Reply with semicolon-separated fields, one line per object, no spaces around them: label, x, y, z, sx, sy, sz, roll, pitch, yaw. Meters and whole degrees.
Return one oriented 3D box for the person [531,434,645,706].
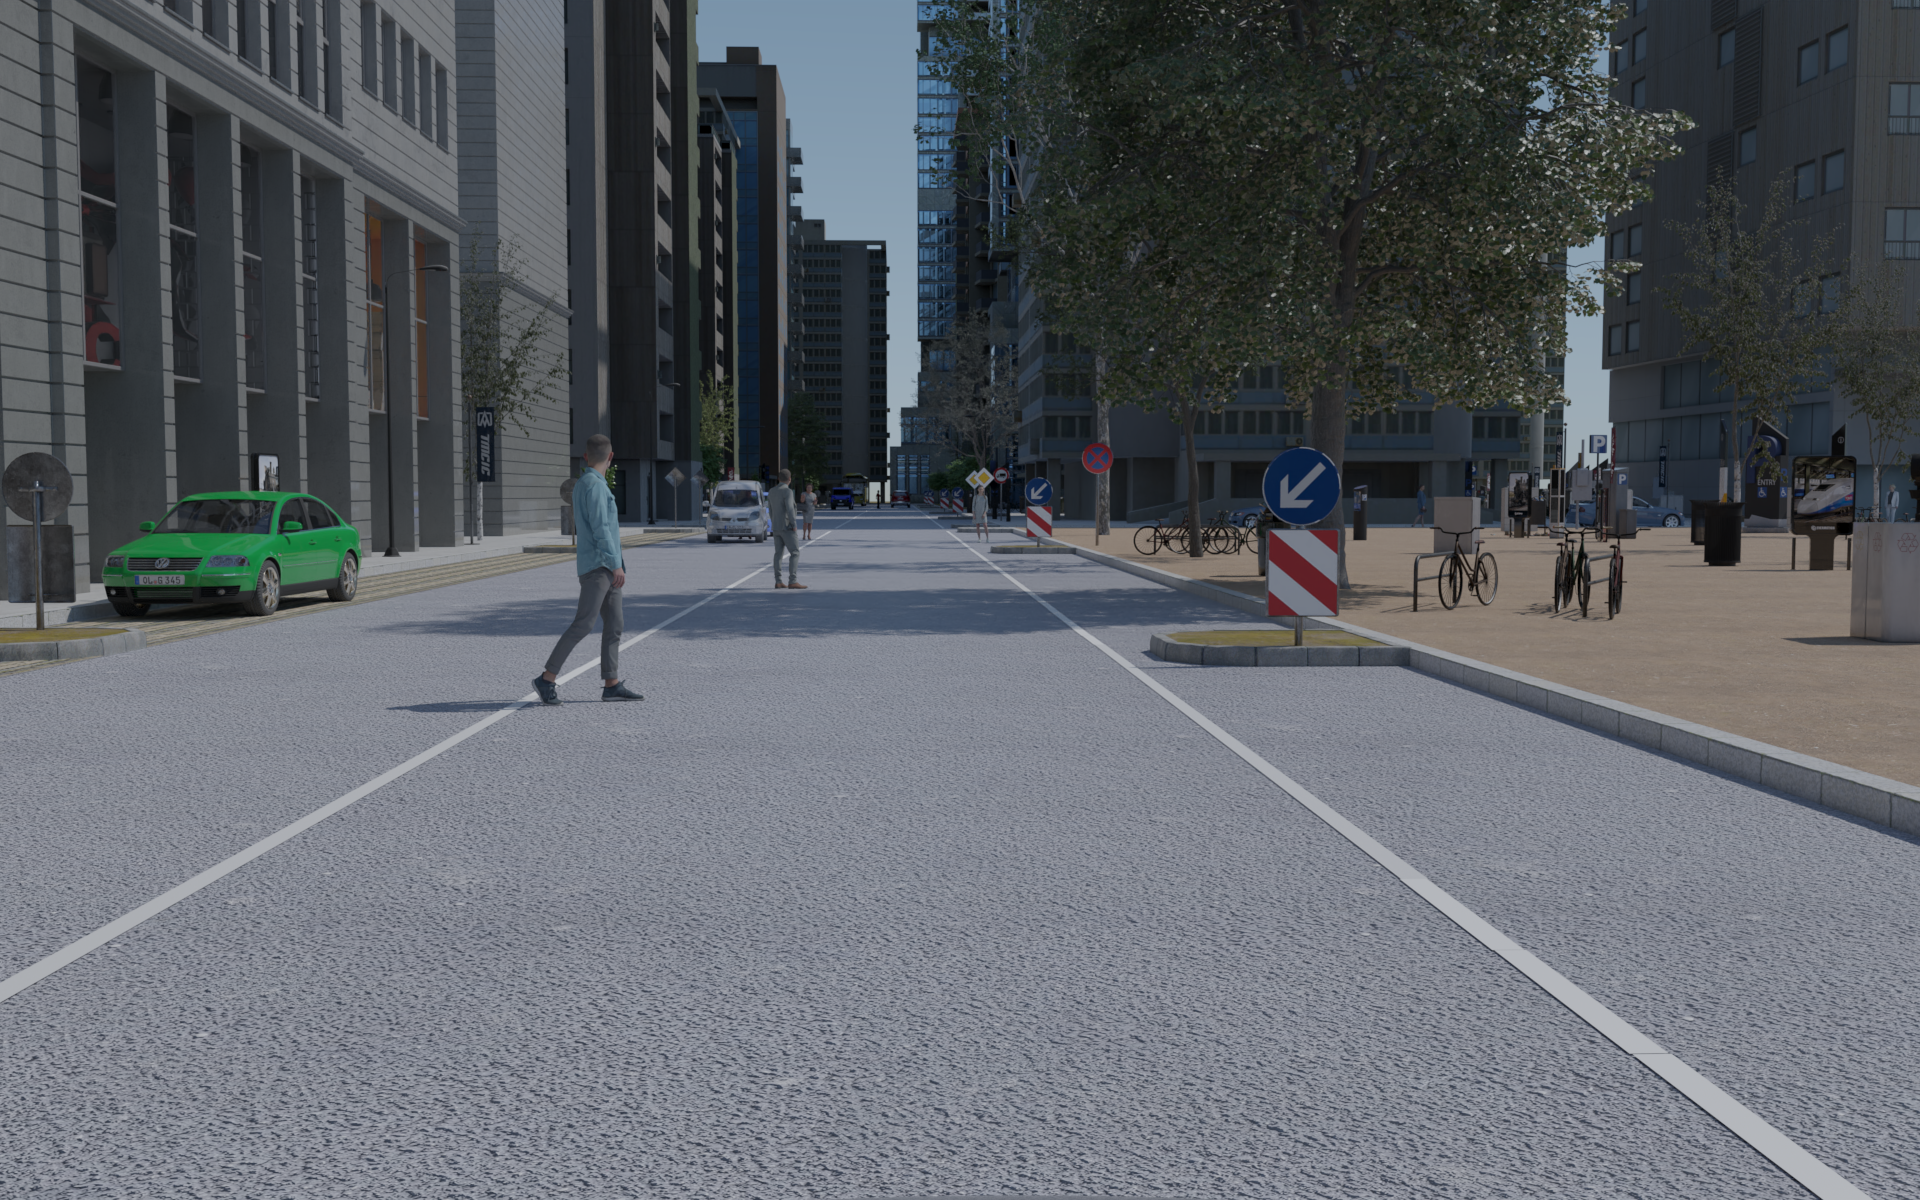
person;-2.553;-0.215;11.882;0.748;1.841;0.638;0;4;-7

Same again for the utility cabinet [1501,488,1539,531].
utility cabinet;18.943;-3.055;58.635;1.173;1.500;0.318;0;4;-5

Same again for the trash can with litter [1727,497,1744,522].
trash can with litter;35.737;-4.172;79.602;1.055;1.170;0.624;2;4;28

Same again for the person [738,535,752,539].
person;-6.791;-2.842;54.883;0.656;1.842;0.836;-2;4;-26

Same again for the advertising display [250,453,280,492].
advertising display;-10.939;-1.352;27.318;0.123;1.923;0.974;0;4;-3

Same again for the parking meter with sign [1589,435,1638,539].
parking meter with sign;18.948;-3.295;50.131;0.543;3.016;1.738;-1;4;-15

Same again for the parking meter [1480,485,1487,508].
parking meter;34.077;-6.548;112.778;0.399;1.863;0.255;3;5;43

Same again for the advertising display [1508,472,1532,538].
advertising display;16.388;-2.783;50.711;0.123;1.923;0.974;-1;4;-18

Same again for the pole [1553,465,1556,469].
pole;41.735;-7.819;121.677;0.158;3.312;0.155;0;3;0

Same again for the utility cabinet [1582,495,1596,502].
utility cabinet;31.619;-4.609;86.511;1.020;1.237;0.306;2;4;34

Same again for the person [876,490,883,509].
person;-7.921;-9.803;168.718;0.705;1.831;1.348;-2;4;-31

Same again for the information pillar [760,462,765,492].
information pillar;-14.563;-8.355;127.959;0.183;3.616;0.504;2;4;28

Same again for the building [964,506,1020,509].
building;11.550;-52.001;162.879;22.319;86.520;31.000;0;4;-2

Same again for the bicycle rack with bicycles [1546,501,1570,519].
bicycle rack with bicycles;30.129;-4.672;89.761;2.852;0.926;2.925;0;4;-7

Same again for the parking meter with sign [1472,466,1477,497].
parking meter with sign;31.586;-6.770;106.953;0.543;3.016;1.738;1;4;17

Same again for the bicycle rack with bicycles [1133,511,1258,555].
bicycle rack with bicycles;5.233;-1.457;37.207;2.925;0.926;2.852;0;4;8

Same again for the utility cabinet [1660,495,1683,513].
utility cabinet;34.566;-4.462;84.120;1.020;1.237;0.306;2;4;26

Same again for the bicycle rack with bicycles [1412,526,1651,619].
bicycle rack with bicycles;6.348;-0.357;19.227;2.852;0.926;2.925;2;4;31

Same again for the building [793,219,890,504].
building;-22.010;-33.985;247.541;23.993;40.220;32.217;0;4;-2

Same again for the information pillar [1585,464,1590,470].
information pillar;49.232;-8.857;136.165;0.504;3.616;0.183;2;4;27

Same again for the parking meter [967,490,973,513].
parking meter;0.758;-7.564;132.075;0.372;1.533;0.369;0;3;0

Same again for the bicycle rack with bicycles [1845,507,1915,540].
bicycle rack with bicycles;25.796;-2.128;48.173;2.925;0.926;2.852;-2;4;-31

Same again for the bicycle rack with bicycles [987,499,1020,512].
bicycle rack with bicycles;3.600;-6.939;126.837;2.852;0.926;2.925;-3;5;-45

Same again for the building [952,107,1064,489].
building;10.312;-33.040;194.820;22.147;44.769;28.867;0;4;-2

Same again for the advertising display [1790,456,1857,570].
advertising display;14.535;-1.466;29.178;0.974;1.923;0.123;1;4;17

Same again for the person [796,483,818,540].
person;-4.813;-2.784;54.380;0.716;1.782;0.532;-2;4;-23

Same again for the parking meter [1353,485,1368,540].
parking meter;11.099;-2.422;48.019;0.372;1.533;0.369;0;3;0

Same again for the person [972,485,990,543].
person;0.613;-2.546;51.134;0.512;1.701;0.522;0;4;-2

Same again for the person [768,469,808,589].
person;-2.660;-1.079;26.243;0.635;1.810;0.391;3;4;39

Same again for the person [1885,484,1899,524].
person;38.882;-3.909;72.289;0.514;1.842;0.818;2;4;28

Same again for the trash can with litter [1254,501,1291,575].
trash can with litter;5.150;-0.964;27.150;1.055;1.170;0.624;0;4;7

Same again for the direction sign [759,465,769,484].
direction sign;-15.473;-8.864;136.928;0.876;3.537;0.379;1;4;16

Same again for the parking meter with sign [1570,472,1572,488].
parking meter with sign;50.988;-9.024;143.804;1.738;3.016;0.543;-1;4;-21

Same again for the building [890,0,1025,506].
building;5.645;-56.854;242.239;31.000;86.520;22.319;0;4;-2

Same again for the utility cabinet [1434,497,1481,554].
utility cabinet;10.696;-1.597;37.273;0.306;1.237;1.020;-2;4;-35

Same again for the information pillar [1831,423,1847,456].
information pillar;29.102;-4.038;57.380;0.183;3.616;0.504;-2;4;-31

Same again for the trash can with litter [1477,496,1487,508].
trash can with litter;32.699;-5.956;108.767;0.624;1.170;1.055;2;4;29

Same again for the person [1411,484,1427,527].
person;18.405;-3.718;69.318;0.654;1.822;0.581;1;4;14

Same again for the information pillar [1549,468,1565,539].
information pillar;17.164;-2.769;49.763;0.304;2.012;0.304;-3;5;-39

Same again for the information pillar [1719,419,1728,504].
information pillar;23.877;-3.842;54.170;0.183;3.616;0.504;0;4;7

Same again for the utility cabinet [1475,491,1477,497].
utility cabinet;39.424;-7.585;132.689;1.173;1.500;0.318;3;4;36

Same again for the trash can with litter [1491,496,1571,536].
trash can with litter;17.441;-2.578;53.203;1.678;1.210;2.233;-3;5;-42

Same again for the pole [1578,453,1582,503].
pole;30.497;-5.590;85.235;0.158;3.312;0.155;0;3;0

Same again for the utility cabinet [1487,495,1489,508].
utility cabinet;41.042;-7.510;133.952;1.020;1.237;0.306;3;4;39

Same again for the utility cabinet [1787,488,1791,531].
utility cabinet;28.225;-3.115;59.613;0.318;1.500;1.173;-3;4;-38
